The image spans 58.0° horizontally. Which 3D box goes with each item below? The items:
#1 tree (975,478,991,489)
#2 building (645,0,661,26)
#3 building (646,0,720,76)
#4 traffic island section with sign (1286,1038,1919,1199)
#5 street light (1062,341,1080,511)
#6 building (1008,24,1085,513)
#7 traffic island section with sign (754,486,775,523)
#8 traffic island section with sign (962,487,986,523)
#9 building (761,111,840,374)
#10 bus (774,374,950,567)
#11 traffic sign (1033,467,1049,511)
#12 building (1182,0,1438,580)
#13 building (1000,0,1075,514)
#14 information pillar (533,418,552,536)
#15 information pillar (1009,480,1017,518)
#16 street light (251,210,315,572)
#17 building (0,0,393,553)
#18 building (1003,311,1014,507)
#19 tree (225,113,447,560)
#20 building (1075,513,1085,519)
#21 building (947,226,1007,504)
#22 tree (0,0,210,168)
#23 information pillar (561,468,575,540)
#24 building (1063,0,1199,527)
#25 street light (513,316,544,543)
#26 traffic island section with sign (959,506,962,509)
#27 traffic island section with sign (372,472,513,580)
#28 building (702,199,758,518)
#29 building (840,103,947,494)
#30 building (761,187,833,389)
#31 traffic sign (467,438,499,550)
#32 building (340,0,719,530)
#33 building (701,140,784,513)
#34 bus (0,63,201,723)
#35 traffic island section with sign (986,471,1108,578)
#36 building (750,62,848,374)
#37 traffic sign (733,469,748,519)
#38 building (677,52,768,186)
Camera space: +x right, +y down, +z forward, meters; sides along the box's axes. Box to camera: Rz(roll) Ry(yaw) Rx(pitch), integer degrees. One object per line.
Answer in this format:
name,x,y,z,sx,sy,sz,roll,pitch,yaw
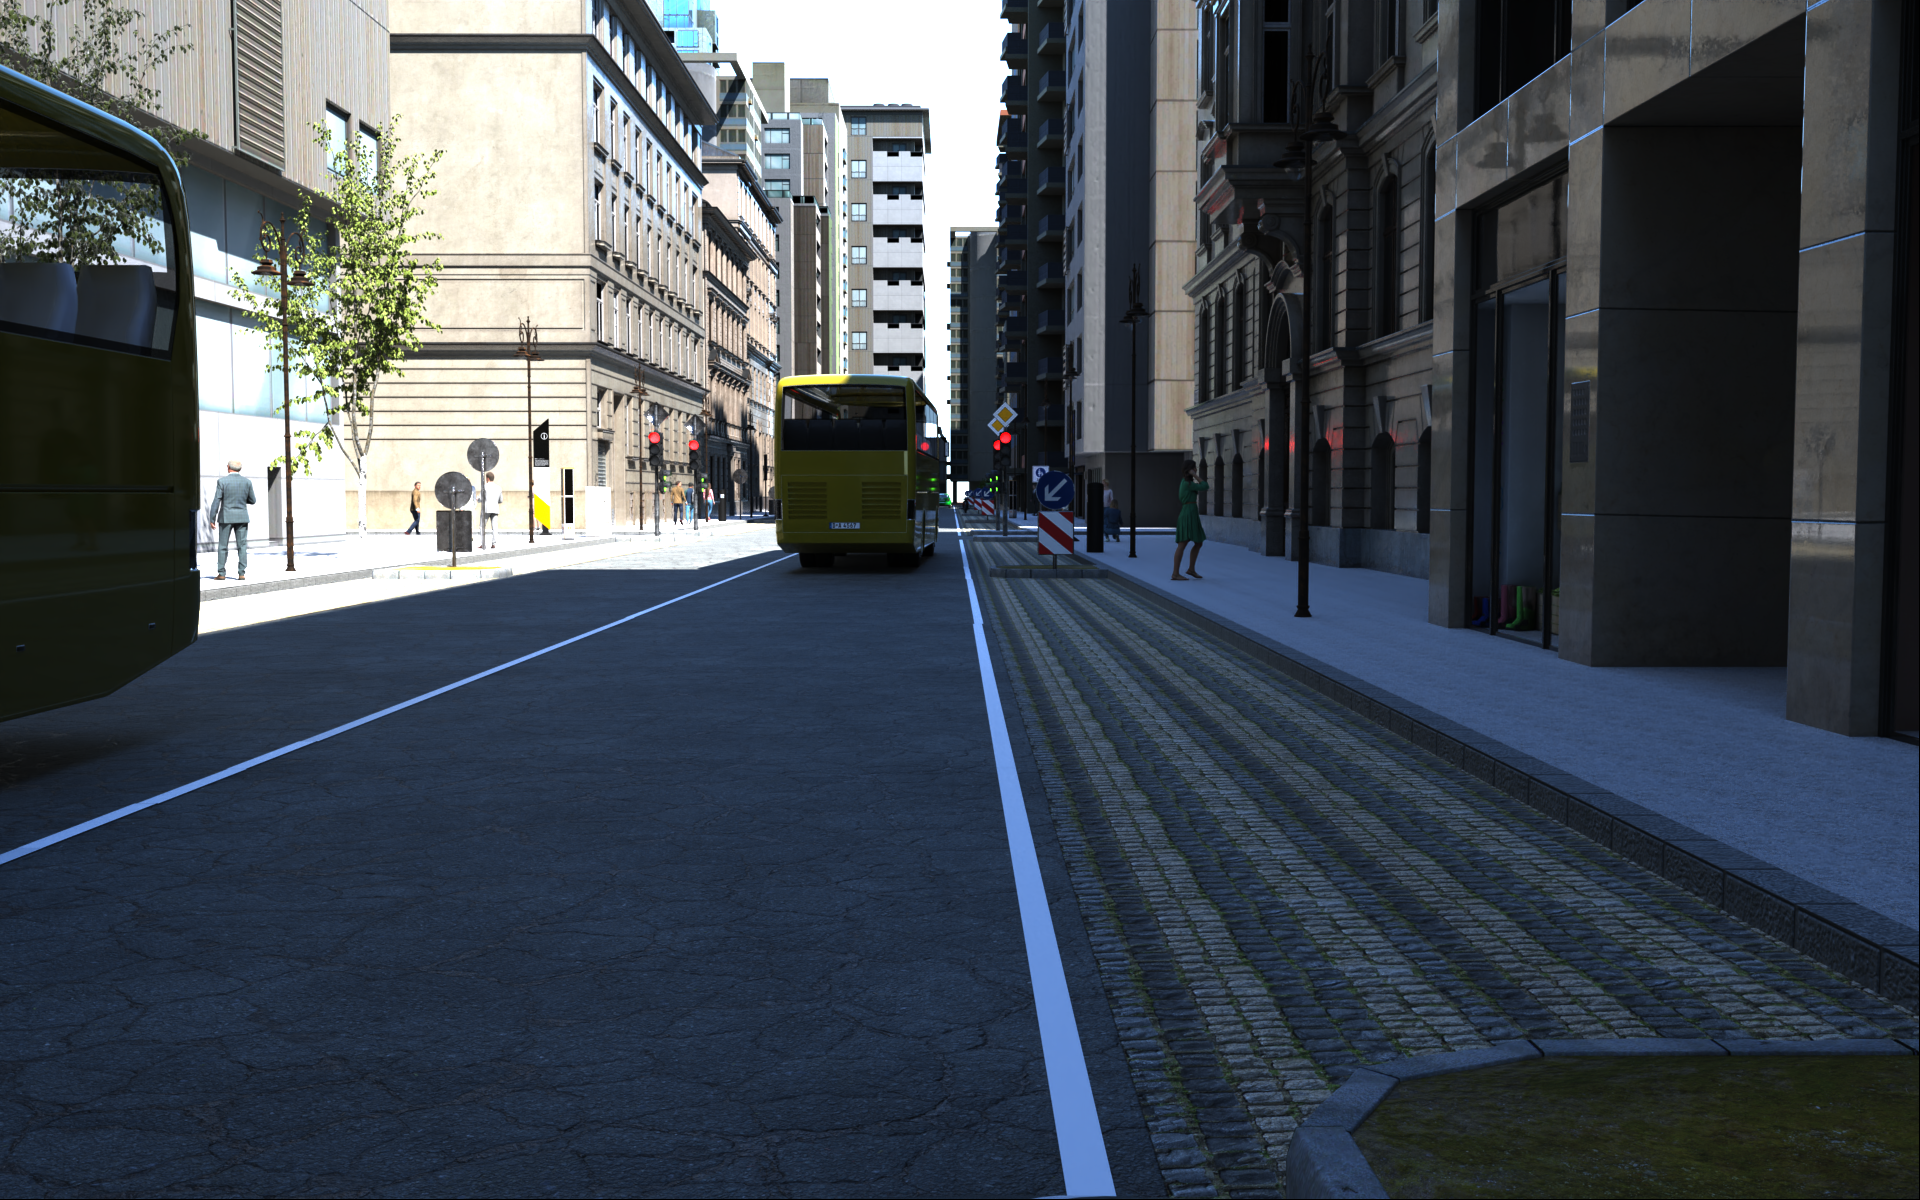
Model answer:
tree,2.640,-13.137,209.391,1.663,3.219,1.824,0,3,0
building,-49.090,-40.238,199.897,28.212,58.520,21.231,0,4,0
building,-44.774,-56.087,229.685,31.000,86.520,22.319,0,4,0
traffic island section with sign,1.655,0.342,3.030,1.989,1.847,2.006,0,4,0
street light,3.345,-4.867,52.359,0.468,5.910,1.993,0,4,0
building,11.400,-30.203,143.926,14.600,45.320,14.200,0,4,0
traffic island section with sign,-9.081,-4.694,85.369,1.989,1.847,2.006,0,4,0
traffic island section with sign,1.246,-4.697,85.416,1.989,1.847,2.006,0,4,0
building,-20.039,-30.390,180.469,14.154,41.232,14.086,0,4,0
bus,-1.872,-2.764,36.741,2.896,3.916,12.252,0,4,2
traffic sign,2.932,-3.723,62.993,0.606,2.300,0.079,0,4,5
building,12.096,-13.140,33.926,14.460,24.649,34.723,0,4,0
building,13.997,-28.522,120.960,22.147,44.769,28.867,0,4,0
information pillar,-12.903,-3.799,53.475,0.504,3.616,0.183,-2,4,-26
information pillar,2.801,-5.338,91.770,0.304,2.012,0.304,3,5,42
street light,-11.108,-3.412,28.569,0.468,5.910,1.993,0,4,0
building,-28.707,-27.195,33.877,27.495,52.752,28.713,0,4,0
building,18.383,-19.680,166.805,27.650,21.520,28.899,0,4,0
tree,-11.777,-5.093,33.631,4.737,8.622,4.395,0,3,0
building,12.937,-26.778,87.928,14.600,45.320,14.200,0,4,0
building,10.194,-33.272,235.870,23.993,40.220,32.217,0,4,0
tree,-12.124,-4.429,22.779,4.360,8.622,3.978,0,3,0
information pillar,-10.957,-2.685,48.386,0.304,2.012,0.304,-2,4,-27
building,11.534,-23.549,68.615,14.086,41.232,14.154,0,4,0
street light,-11.211,-4.426,45.146,0.468,5.910,1.993,0,4,0
traffic island section with sign,1.104,-6.378,112.914,1.989,1.847,2.006,0,4,0
traffic island section with sign,-8.811,-1.294,29.780,1.989,1.847,2.006,0,4,0
building,-18.012,-14.424,100.459,10.561,19.102,19.286,0,4,0
building,-15.542,-39.425,233.842,27.495,52.752,28.713,0,4,0
building,-19.743,-24.160,166.718,14.160,30.474,14.107,0,4,0
traffic sign,-10.851,-2.403,39.396,0.768,2.556,0.104,1,4,9
building,-20.511,-14.827,75.703,16.112,22.955,30.059,0,4,0
building,-19.813,-19.884,122.359,12.463,27.353,25.104,0,4,0
bus,-5.734,-0.781,4.324,2.896,3.916,12.252,0,4,-1
traffic island section with sign,1.509,-1.318,30.174,1.989,1.847,2.006,0,4,0
building,-24.062,-35.212,199.416,21.600,48.544,21.300,0,4,0
traffic sign,-11.099,-5.346,87.507,0.768,2.556,0.104,0,4,4
building,-29.775,-27.858,147.356,32.217,40.220,23.993,0,4,0
